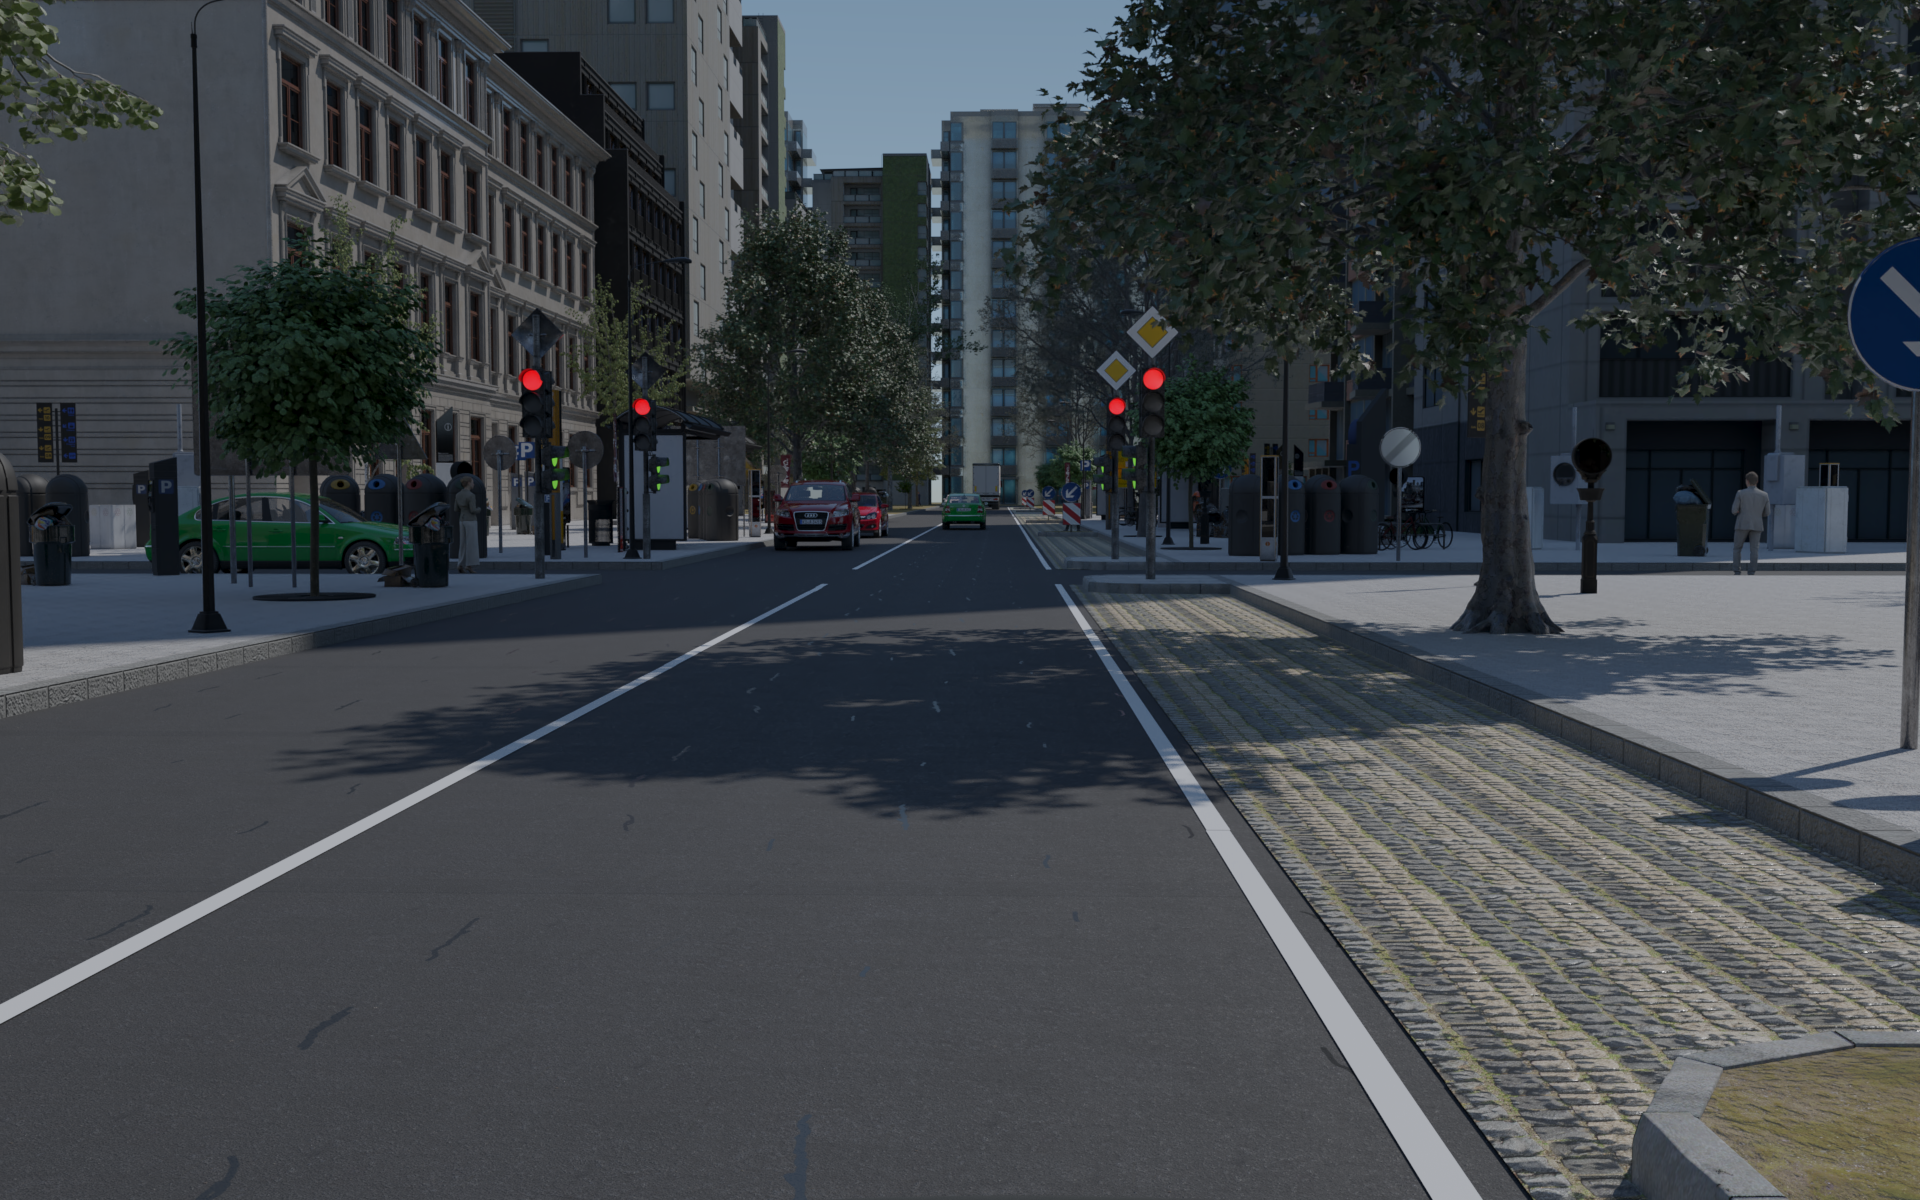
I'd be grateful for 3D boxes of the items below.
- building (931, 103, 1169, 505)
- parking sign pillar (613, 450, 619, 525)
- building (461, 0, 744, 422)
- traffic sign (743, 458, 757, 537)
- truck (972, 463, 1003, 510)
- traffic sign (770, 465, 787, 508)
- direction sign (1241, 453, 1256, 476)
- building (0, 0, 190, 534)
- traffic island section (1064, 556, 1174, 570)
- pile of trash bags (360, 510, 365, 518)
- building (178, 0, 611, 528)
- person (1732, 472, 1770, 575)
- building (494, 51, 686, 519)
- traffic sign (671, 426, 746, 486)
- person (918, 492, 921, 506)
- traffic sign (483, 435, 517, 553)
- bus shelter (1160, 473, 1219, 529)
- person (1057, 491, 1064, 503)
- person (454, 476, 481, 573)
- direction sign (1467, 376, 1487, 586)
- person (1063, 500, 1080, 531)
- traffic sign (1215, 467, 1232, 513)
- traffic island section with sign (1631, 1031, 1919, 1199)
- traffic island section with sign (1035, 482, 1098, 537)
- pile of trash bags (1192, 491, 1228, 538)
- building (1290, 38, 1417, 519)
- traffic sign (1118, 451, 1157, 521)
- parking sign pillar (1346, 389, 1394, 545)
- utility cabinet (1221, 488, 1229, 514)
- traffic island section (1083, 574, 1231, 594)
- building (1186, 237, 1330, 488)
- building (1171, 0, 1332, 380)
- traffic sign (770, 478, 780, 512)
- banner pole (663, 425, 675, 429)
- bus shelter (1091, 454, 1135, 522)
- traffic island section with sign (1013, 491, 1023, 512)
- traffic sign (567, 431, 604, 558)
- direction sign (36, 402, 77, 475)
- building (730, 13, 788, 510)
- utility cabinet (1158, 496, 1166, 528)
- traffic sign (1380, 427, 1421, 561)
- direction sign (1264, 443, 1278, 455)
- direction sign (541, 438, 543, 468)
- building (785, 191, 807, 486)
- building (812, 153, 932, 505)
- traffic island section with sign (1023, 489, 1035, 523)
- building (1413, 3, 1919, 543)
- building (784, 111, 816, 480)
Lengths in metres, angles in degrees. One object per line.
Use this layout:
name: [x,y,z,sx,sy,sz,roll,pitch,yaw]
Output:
building: [11.798,-36.426,215.176,30.456,49.044,23.786,0,4,1]
parking sign pillar: [-13.872,-5.129,72.328,1.447,3.967,1.447,-2,4,-29]
building: [-30.322,-32.635,122.815,28.713,52.752,27.495,0,4,1]
traffic sign: [-6.489,-3.110,52.026,0.795,2.450,0.064,0,4,2]
truck: [2.529,-10.612,162.412,2.839,4.237,11.283,0,4,2]
traffic sign: [-7.894,-4.584,75.054,0.768,2.556,0.104,0,4,6]
direction sign: [15.985,-6.360,95.982,0.876,3.537,0.379,3,5,39]
building: [-22.922,-13.399,55.224,11.583,22.565,21.152,0,4,1]
traffic island section: [3.072,-0.721,34.070,2.009,0.180,2.903,0,4,1]
pile of trash bags: [-13.421,-1.758,38.492,1.912,1.369,3.447,3,5,44]
building: [-23.407,-14.691,76.353,11.583,22.565,21.152,0,4,1]
person: [13.204,-1.243,29.031,0.606,1.804,0.583,0,4,3]
building: [-22.656,-16.242,95.240,12.332,23.373,15.834,0,4,1]
traffic sign: [-7.533,-3.544,51.812,2.265,3.308,0.079,0,4,5]
person: [-4.542,-11.136,191.498,0.530,1.710,0.541,0,4,4]
traffic sign: [-9.989,-2.293,37.596,0.768,2.556,0.104,1,4,10]
bus shelter: [8.093,-4.117,61.239,2.014,3.302,5.546,0,4,1]
person: [11.144,-11.167,191.617,0.750,1.759,0.617,0,4,4]
person: [-8.876,-1.364,31.352,0.519,1.759,0.362,2,4,34]
direction sign: [7.383,-1.965,24.130,0.876,3.537,0.379,-2,4,-30]
person: [4.043,-3.351,63.064,0.755,1.850,0.659,2,4,28]
traffic sign: [8.705,-3.539,57.971,0.768,2.556,0.104,0,4,5]
traffic island section with sign: [2.374,0.339,3.086,1.989,1.847,2.006,0,4,1]
traffic island section with sign: [3.637,-3.060,58.662,1.989,1.847,2.006,0,4,1]
pile of trash bags: [7.864,-2.590,52.094,1.912,1.369,3.447,-1,4,-20]
building: [29.108,-26.279,84.283,22.147,44.769,28.867,0,4,1]
traffic sign: [7.950,-5.252,79.735,2.265,3.308,0.079,1,4,11]
parking sign pillar: [10.301,-3.393,43.950,1.447,3.967,1.447,3,5,41]
utility cabinet: [9.815,-3.349,63.428,1.173,1.500,0.318,-2,4,-34]
traffic island section: [2.892,-0.233,26.087,2.009,0.180,2.903,0,4,1]
building: [32.280,-17.482,130.866,27.650,21.520,28.899,0,4,1]
building: [29.900,-37.694,158.300,21.231,58.520,28.212,0,4,1]
traffic sign: [-8.739,-5.031,82.253,0.884,2.594,0.081,0,4,6]
banner pole: [-9.494,-4.011,55.599,0.863,3.779,0.401,2,4,26]
bus shelter: [7.468,-5.466,83.292,2.014,3.302,5.546,0,4,1]
traffic island section with sign: [5.384,-7.778,135.798,1.989,1.847,2.006,0,4,1]
traffic sign: [-7.537,-2.123,34.817,0.768,2.556,0.104,0,4,7]
direction sign: [-22.359,-3.116,42.943,0.876,3.537,0.379,-1,4,-16]
building: [-22.212,-28.143,143.740,14.154,41.232,14.086,0,4,1]
utility cabinet: [8.046,-3.361,66.116,1.020,1.237,0.306,3,5,41]
traffic sign: [8.407,-2.021,33.143,0.768,2.556,0.104,0,4,8]
direction sign: [13.940,-5.242,77.696,0.876,3.537,0.379,-3,4,-37]
direction sign: [-16.533,-4.713,69.049,0.379,3.537,0.876,3,4,36]
building: [-21.811,-24.218,167.666,14.107,30.474,14.160,0,4,1]
building: [-10.584,-32.240,210.725,14.086,41.232,14.154,0,4,1]
traffic island section with sign: [4.253,-4.708,85.610,1.989,1.847,2.006,0,4,1]
building: [27.040,-37.595,52.935,20.611,71.187,20.563,0,4,1]
building: [-33.007,-36.452,215.604,30.456,49.044,23.786,0,4,1]
